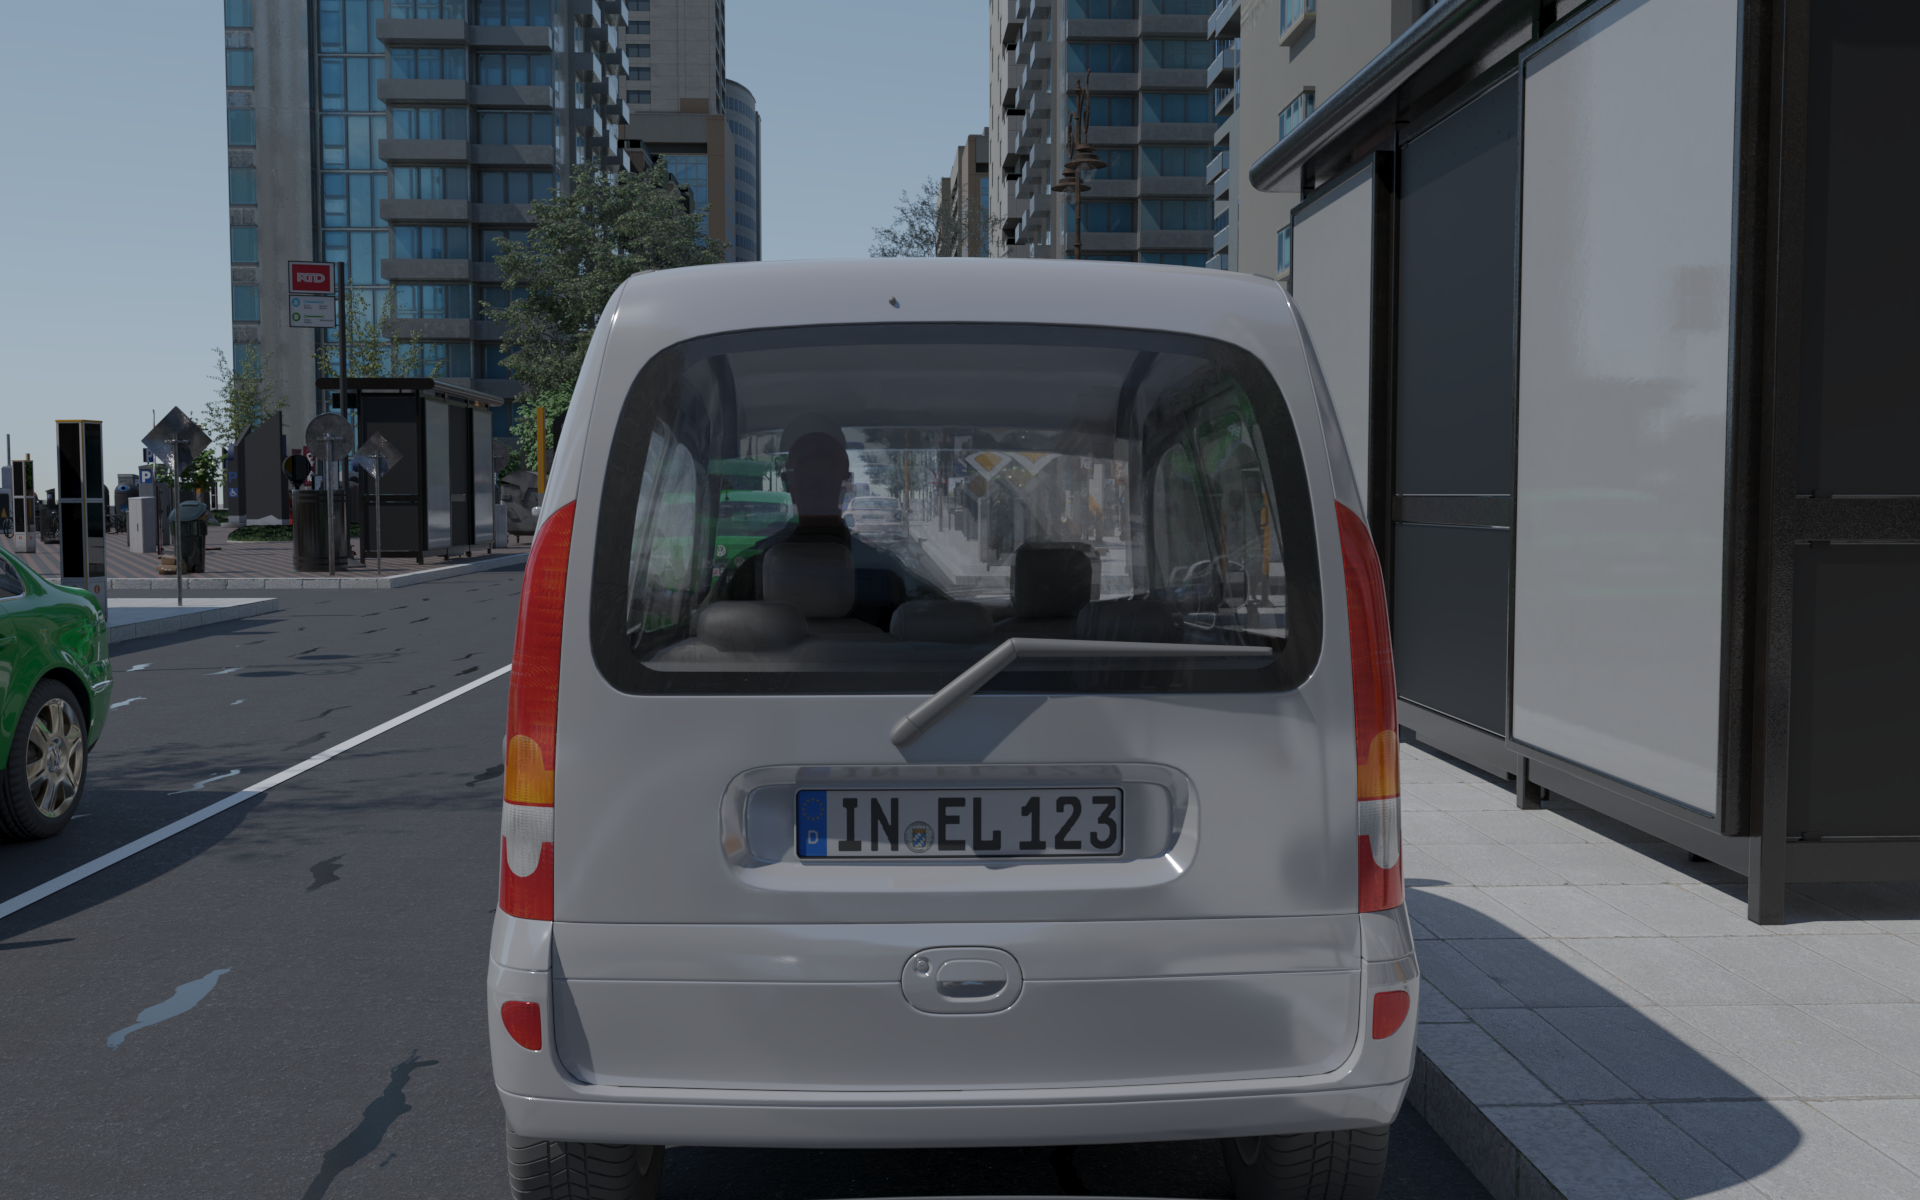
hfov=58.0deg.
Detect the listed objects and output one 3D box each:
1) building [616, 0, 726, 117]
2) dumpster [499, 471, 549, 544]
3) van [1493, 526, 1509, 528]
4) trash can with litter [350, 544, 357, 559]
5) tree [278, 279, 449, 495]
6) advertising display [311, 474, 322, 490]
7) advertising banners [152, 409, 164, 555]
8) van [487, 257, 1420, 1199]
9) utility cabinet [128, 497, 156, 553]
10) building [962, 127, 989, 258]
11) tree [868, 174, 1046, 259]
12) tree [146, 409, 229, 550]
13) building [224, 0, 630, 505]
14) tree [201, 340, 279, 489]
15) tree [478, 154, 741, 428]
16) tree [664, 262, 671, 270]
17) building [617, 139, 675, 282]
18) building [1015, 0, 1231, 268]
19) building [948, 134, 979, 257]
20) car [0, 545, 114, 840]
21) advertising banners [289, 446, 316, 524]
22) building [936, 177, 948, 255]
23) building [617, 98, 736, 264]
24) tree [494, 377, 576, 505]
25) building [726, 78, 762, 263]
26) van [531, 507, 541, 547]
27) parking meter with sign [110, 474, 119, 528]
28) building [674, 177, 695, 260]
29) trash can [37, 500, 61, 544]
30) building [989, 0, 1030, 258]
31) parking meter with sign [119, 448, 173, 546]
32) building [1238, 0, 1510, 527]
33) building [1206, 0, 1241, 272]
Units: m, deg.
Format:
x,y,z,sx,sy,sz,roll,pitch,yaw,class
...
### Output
x,y,z,sx,sy,sz,roll,pitch,yaw,class
-37.663,-47.641,217.179,20.563,71.187,20.611,0,4,-3,building
-11.047,-2.364,44.415,1.264,1.857,1.865,0,4,-3,dumpster
9.298,-1.066,24.436,4.112,2.044,2.013,0,4,-3,van
-12.315,-1.380,33.946,0.624,1.170,1.055,0,4,8,trash can with litter
-20.169,-6.708,60.037,4.737,8.622,4.395,0,3,0,tree
-21.119,-3.191,57.383,0.123,1.923,0.974,1,4,16,advertising display
-16.985,-2.475,36.657,0.090,3.025,2.074,-1,4,-22,advertising banners
-0.082,0.139,4.740,2.013,2.044,4.112,0,4,-2,van
-18.039,-1.653,38.192,0.306,1.237,1.020,-3,5,-40,utility cabinet
7.486,-34.365,211.973,14.600,45.320,14.200,0,4,-3,building
-0.265,-9.559,66.668,12.009,13.543,11.850,0,3,0,tree
-17.550,-2.763,39.770,1.663,3.219,1.824,0,3,0,tree
-34.571,-30.400,116.655,23.786,49.044,30.456,0,4,-3,building
-34.493,-8.132,83.322,4.737,8.622,4.395,0,3,0,tree
-12.483,-9.637,64.213,9.857,13.997,8.962,0,3,0,tree
-13.539,-10.216,84.033,9.611,12.733,9.660,0,3,0,tree
-31.362,-22.564,140.621,14.160,30.474,14.107,0,4,-3,building
15.840,-31.143,128.792,23.786,49.044,30.456,0,4,-3,building
9.881,-37.080,229.961,21.300,48.544,21.600,0,4,-3,building
-4.589,0.182,5.816,1.959,1.807,4.718,0,4,-3,car
-24.282,-4.068,62.700,2.074,3.025,0.090,0,4,-5,advertising banners
7.583,-38.413,251.761,21.300,48.544,21.600,0,4,-3,building
-33.362,-33.628,199.921,14.600,45.320,14.200,0,4,-3,building
-11.033,-3.984,48.855,4.285,4.588,4.351,0,3,0,tree
-39.091,-42.815,242.027,21.231,58.520,28.212,0,4,-3,building
-5.951,-1.326,28.690,2.013,2.044,4.112,0,4,-2,van
-31.523,-4.248,65.713,1.738,3.016,0.543,1,4,8,parking meter with sign
-31.336,-23.433,154.831,14.160,30.474,14.107,0,4,-3,building
-23.278,-2.007,44.464,0.748,1.137,0.748,0,3,0,trash can
16.866,-34.784,157.953,28.713,52.752,27.495,0,4,-3,building
-20.190,-2.878,43.314,0.543,3.016,1.738,0,4,6,parking meter with sign
18.919,-25.849,46.326,21.600,48.544,21.300,0,4,-3,building
20.794,-47.229,84.866,22.319,86.520,31.000,0,4,-3,building
